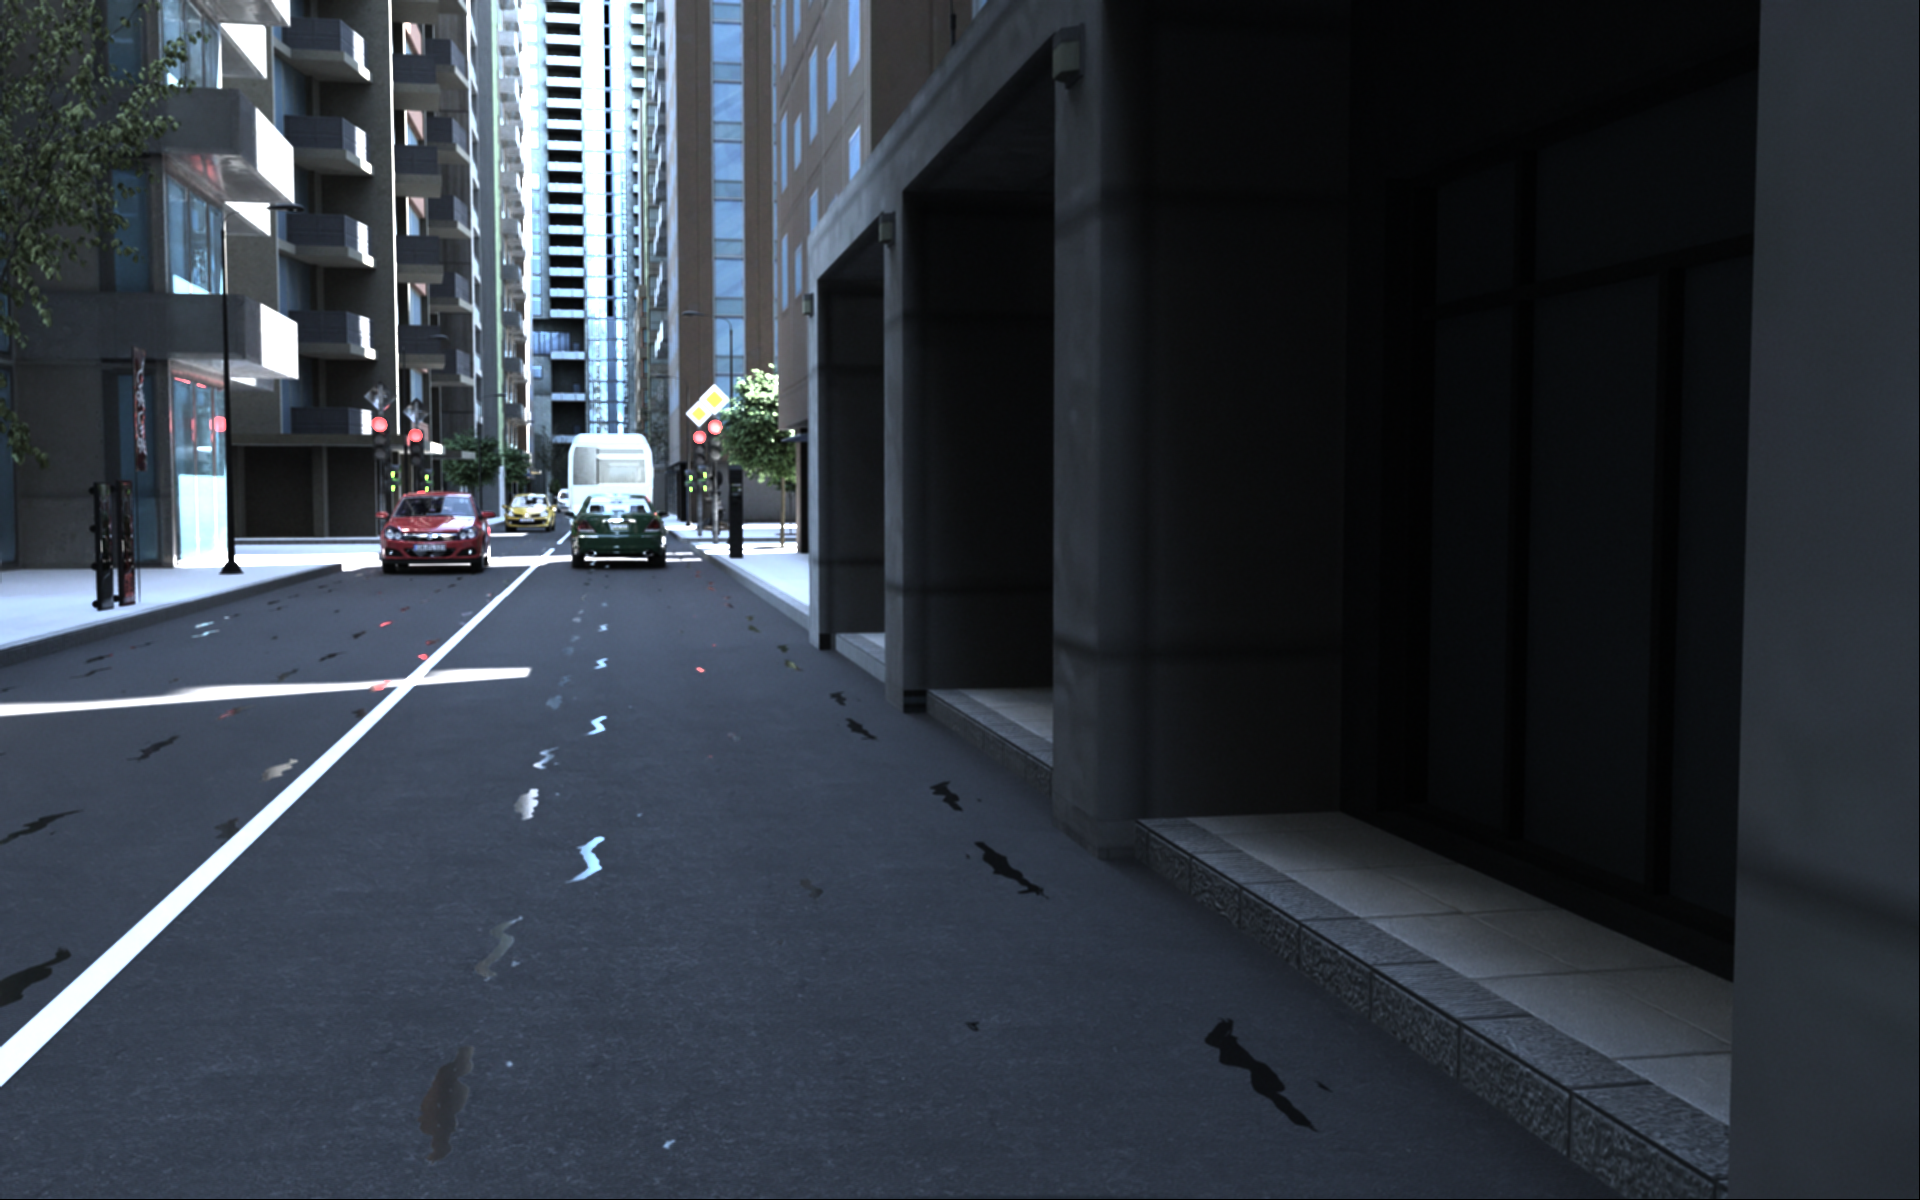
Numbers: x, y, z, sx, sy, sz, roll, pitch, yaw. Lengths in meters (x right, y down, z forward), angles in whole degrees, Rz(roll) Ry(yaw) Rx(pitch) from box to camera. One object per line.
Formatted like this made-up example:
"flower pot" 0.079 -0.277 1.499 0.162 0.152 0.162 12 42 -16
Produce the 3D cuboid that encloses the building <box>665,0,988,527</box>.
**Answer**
"building" -6.758 -26.423 82.123 14.600 45.320 14.200 -1 4 -11

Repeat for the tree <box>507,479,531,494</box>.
"tree" -29.123 -7.301 113.978 1.663 3.219 1.824 0 3 0

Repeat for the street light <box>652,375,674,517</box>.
"street light" -11.168 -5.820 67.699 1.470 5.913 1.316 -1 4 -11

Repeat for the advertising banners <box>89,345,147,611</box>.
"advertising banners" -9.609 -1.448 19.869 0.090 3.025 2.074 -1 4 -9

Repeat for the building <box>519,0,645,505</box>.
"building" -45.931 -55.231 215.695 31.000 86.520 22.319 -1 4 -11

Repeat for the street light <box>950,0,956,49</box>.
"street light" -0.594 -2.608 15.181 1.470 5.913 1.316 -1 4 -11

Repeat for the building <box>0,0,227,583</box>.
"building" -27.289 -24.848 25.871 30.456 49.044 23.786 -1 4 -11

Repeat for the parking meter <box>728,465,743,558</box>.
"parking meter" -4.494 -1.774 34.710 0.255 1.863 0.399 -1 4 -12

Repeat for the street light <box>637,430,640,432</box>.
"street light" -22.831 -9.375 125.825 1.470 5.913 1.316 -1 4 -11

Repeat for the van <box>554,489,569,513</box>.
"van" -30.395 -7.783 134.258 2.013 2.044 4.112 -1 4 -12

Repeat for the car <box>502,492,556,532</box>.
"car" -16.530 -3.451 66.643 2.015 1.641 3.980 -1 4 -10

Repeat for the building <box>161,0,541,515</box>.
"building" -45.860 -31.607 136.382 23.786 49.044 30.456 -1 4 -11

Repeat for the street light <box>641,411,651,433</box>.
"street light" -16.985 -7.606 96.902 1.470 5.913 1.316 -1 4 -11

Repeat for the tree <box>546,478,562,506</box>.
"tree" -45.498 -12.321 196.044 1.663 3.219 1.824 0 3 0

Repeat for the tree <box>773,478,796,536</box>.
"tree" -5.351 -3.624 53.855 1.663 3.219 1.824 0 3 0

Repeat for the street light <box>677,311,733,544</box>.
"street light" -6.382 -4.390 44.317 1.470 5.913 1.316 -1 4 -11

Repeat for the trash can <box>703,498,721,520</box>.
"trash can" -9.654 -3.419 67.547 0.748 1.137 0.748 0 3 0

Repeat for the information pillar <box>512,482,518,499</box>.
"information pillar" -26.347 -6.002 102.623 0.304 2.012 0.304 0 4 -3

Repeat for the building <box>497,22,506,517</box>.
"building" -31.772 -24.895 90.635 14.154 41.232 14.086 -1 4 -11

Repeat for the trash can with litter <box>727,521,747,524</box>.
"trash can with litter" -10.049 -3.859 74.157 2.233 1.210 1.678 -1 4 -22

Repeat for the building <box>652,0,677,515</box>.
"building" -8.469 -30.149 112.542 23.786 49.044 30.456 -1 4 -11

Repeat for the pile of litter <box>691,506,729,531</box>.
"pile of litter" -8.596 -2.879 61.030 1.719 0.858 1.176 2 4 24

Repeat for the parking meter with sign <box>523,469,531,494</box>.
"parking meter with sign" -30.206 -7.558 119.830 0.543 3.016 1.738 -2 4 -30

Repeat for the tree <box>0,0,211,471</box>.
"tree" -9.620 -4.041 16.426 4.737 8.622 4.395 0 3 0

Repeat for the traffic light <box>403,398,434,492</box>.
"traffic light" -15.819 -3.770 50.566 0.839 4.253 0.868 -1 4 -11

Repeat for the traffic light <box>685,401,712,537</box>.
"traffic light" -7.870 -3.869 52.176 0.839 4.253 0.868 -1 4 -11

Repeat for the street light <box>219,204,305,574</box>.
"street light" -11.186 -3.379 27.781 1.470 5.913 1.316 -1 4 -11

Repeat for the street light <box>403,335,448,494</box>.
"street light" -15.678 -4.782 50.727 1.470 5.913 1.316 -1 4 -11

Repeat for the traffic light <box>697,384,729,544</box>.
"traffic light" -6.294 -3.390 44.347 0.839 4.253 0.868 -1 4 -11

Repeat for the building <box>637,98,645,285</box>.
"building" -28.734 -33.248 193.709 14.600 45.320 14.200 -1 4 -11

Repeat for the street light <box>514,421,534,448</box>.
"street light" -27.612 -8.379 109.533 1.470 5.913 1.316 -1 4 -11

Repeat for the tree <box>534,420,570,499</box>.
"tree" -41.139 -13.681 174.041 4.360 8.622 3.978 0 3 0

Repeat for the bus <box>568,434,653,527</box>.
"bus" -11.995 -3.972 59.796 2.948 3.499 13.247 -1 4 -11

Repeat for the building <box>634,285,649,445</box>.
"building" -15.822 -19.272 160.134 27.650 21.520 28.899 -1 4 -11

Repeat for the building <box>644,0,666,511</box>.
"building" -17.739 -27.741 137.164 14.154 41.232 14.086 -1 4 -11

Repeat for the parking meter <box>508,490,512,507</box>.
"parking meter" -29.871 -6.709 115.409 0.399 1.863 0.255 1 4 19

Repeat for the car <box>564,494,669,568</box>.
"car" -6.981 -1.435 35.268 2.131 1.459 4.920 -1 4 -12

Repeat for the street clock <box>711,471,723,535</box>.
"street clock" -7.585 -3.011 53.803 0.358 2.002 0.471 -3 5 -39

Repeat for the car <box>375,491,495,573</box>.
"car" -9.917 -1.458 32.887 2.155 1.783 4.494 -1 4 -13

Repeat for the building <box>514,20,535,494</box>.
"building" -46.938 -31.173 159.786 14.600 45.320 14.200 -1 4 -11

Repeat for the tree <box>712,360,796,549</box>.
"tree" -4.214 -3.513 41.156 4.285 4.588 4.351 0 3 0

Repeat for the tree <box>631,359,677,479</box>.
"tree" -15.248 -8.715 92.851 4.360 8.622 3.978 0 3 0

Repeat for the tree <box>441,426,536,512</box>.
"tree" -23.474 -6.083 83.165 4.285 4.588 4.351 0 3 0

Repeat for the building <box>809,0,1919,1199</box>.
"building" 10.578 -34.752 6.448 20.563 71.187 20.611 -1 4 -11

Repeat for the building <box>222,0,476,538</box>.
"building" -29.410 -24.854 60.992 22.147 44.769 28.867 -1 4 -11

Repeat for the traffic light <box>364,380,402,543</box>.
"traffic light" -14.243 -3.292 42.737 0.839 4.253 0.868 -1 4 -11

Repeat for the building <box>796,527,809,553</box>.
"building" 4.108 -23.345 31.805 14.600 45.320 14.200 -1 4 -11

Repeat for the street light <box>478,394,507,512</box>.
"street light" -21.684 -6.588 80.262 1.470 5.913 1.316 -1 4 -11
